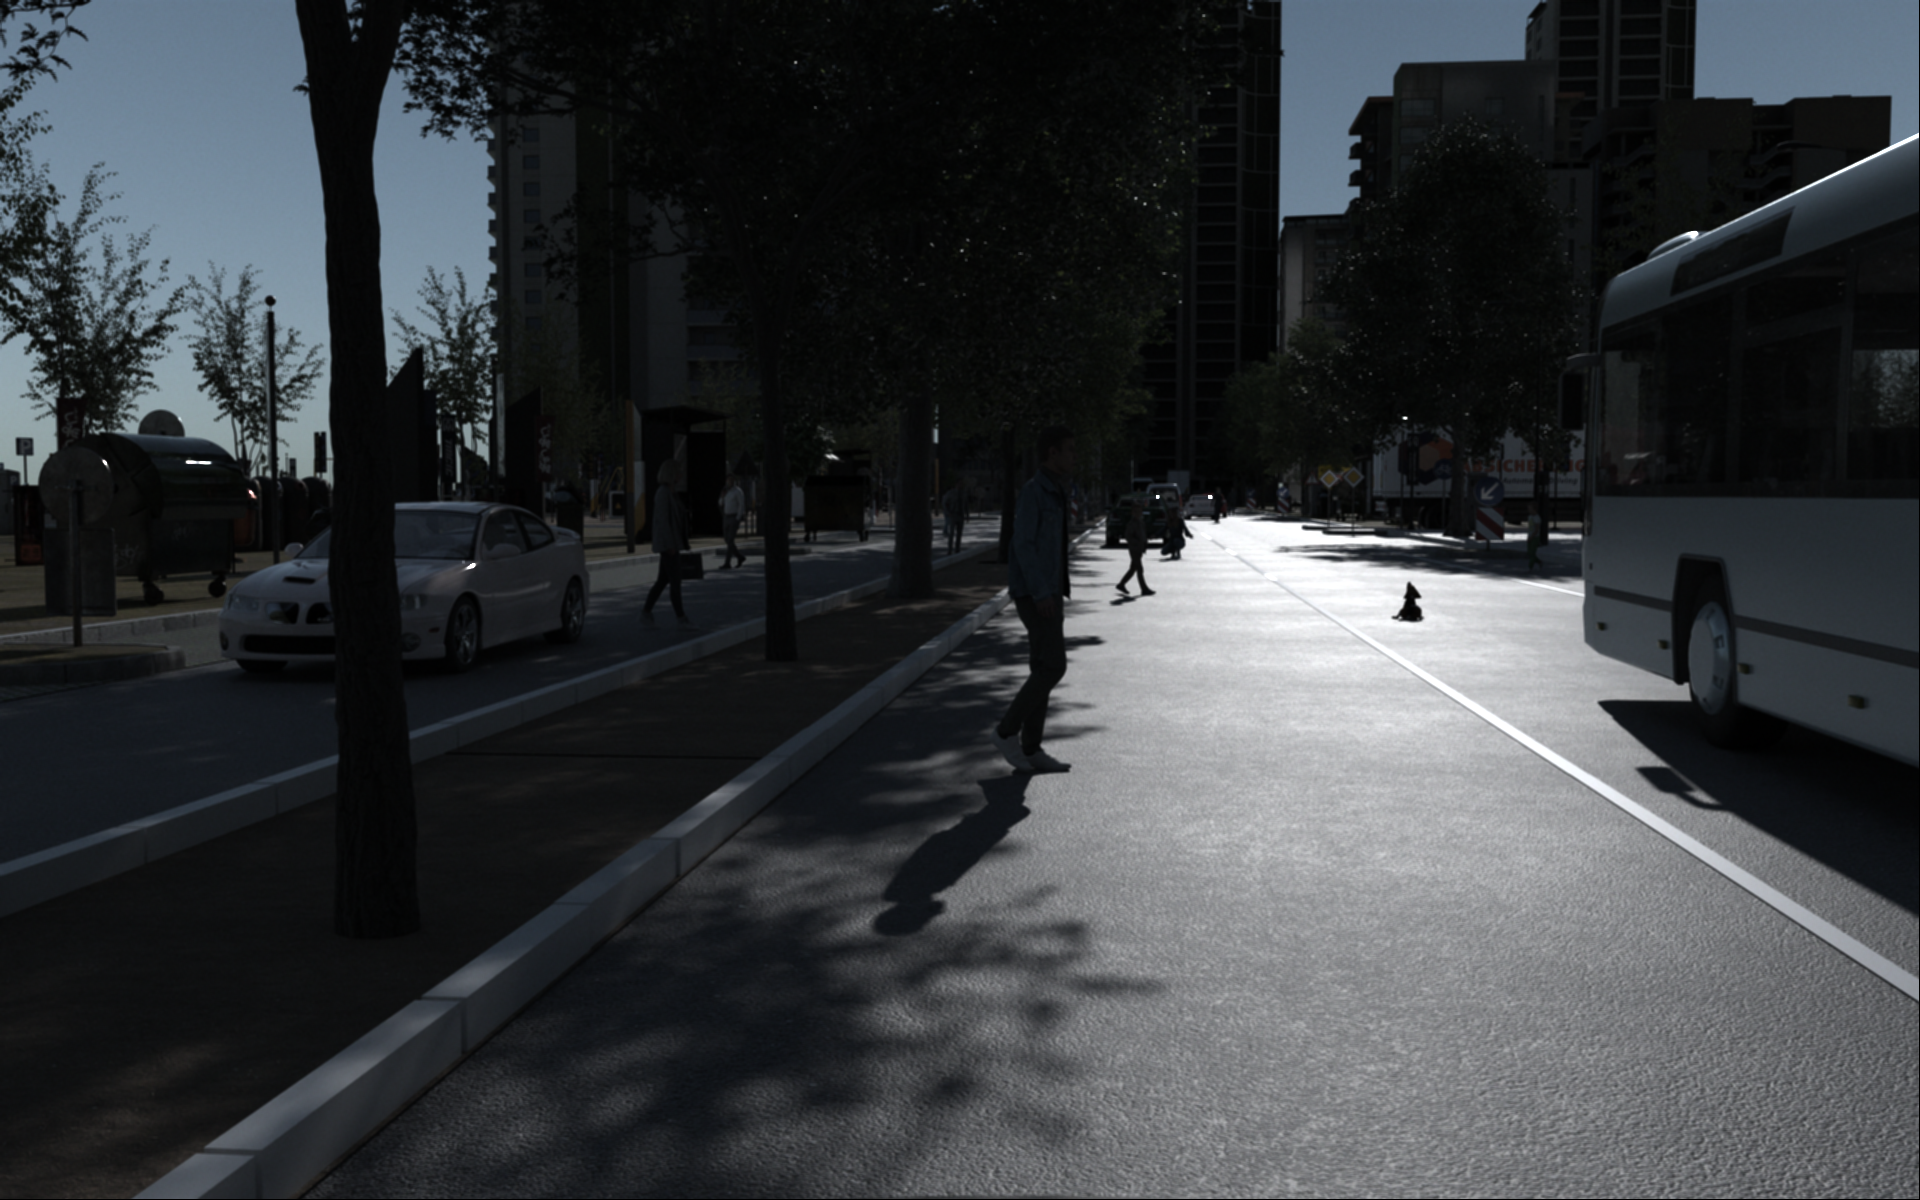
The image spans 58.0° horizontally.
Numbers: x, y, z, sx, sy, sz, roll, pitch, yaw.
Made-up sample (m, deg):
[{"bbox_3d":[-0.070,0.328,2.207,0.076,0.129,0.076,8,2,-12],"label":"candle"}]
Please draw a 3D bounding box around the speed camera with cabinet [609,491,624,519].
[{"bbox_3d":[-17.337,-5.890,90.642,2.038,3.252,0.660,-1,4,-13],"label":"speed camera with cabinet"}]

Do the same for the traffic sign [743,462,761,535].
[{"bbox_3d":[-6.538,-3.200,54.454,0.606,2.300,0.079,1,4,10],"label":"traffic sign"}]

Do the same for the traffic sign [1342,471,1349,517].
[{"bbox_3d":[21.642,-5.895,96.483,0.768,2.556,0.104,1,4,16],"label":"traffic sign"}]

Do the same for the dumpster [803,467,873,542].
[{"bbox_3d":[-3.666,-2.872,51.912,1.985,2.255,1.502,0,4,7],"label":"dumpster"}]

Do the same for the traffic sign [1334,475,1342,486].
[{"bbox_3d":[25.141,-7.059,115.526,0.768,2.556,0.104,0,4,7],"label":"traffic sign"}]

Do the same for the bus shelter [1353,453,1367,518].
[{"bbox_3d":[22.084,-6.969,91.569,2.179,5.291,8.768,0,4,6],"label":"bus shelter"}]

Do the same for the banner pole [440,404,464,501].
[{"bbox_3d":[-13.971,-3.538,47.863,0.401,3.779,0.863,3,5,44],"label":"banner pole"}]

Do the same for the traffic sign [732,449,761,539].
[{"bbox_3d":[-6.126,-3.033,49.596,0.884,2.594,0.081,1,4,13],"label":"traffic sign"}]

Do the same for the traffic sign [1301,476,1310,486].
[{"bbox_3d":[23.802,-7.266,118.904,0.768,2.556,0.104,1,4,8],"label":"traffic sign"}]

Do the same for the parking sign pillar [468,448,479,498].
[{"bbox_3d":[-27.394,-6.692,97.891,1.447,3.967,1.447,1,4,10],"label":"parking sign pillar"}]

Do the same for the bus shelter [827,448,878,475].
[{"bbox_3d":[-5.622,-6.122,91.374,1.731,3.624,6.357,0,4,6],"label":"bus shelter"}]

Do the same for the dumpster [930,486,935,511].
[{"bbox_3d":[-2.224,-5.643,94.751,1.502,2.255,1.985,0,4,6],"label":"dumpster"}]

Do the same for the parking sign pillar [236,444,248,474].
[{"bbox_3d":[-38.383,-6.375,92.704,1.447,3.967,1.447,-2,4,-27],"label":"parking sign pillar"}]

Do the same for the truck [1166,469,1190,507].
[{"bbox_3d":[24.868,-12.747,197.328,2.839,4.237,11.283,0,4,7],"label":"truck"}]

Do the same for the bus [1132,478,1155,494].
[{"bbox_3d":[21.992,-13.000,207.403,2.948,3.499,13.247,0,4,7],"label":"bus"}]

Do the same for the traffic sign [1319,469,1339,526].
[{"bbox_3d":[14.839,-4.039,69.675,0.795,2.450,0.064,0,4,6],"label":"traffic sign"}]

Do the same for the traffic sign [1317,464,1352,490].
[{"bbox_3d":[25.071,-7.464,115.904,2.265,3.308,0.079,1,4,9],"label":"traffic sign"}]

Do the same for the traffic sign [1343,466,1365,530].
[{"bbox_3d":[14.015,-3.553,61.732,0.795,2.450,0.064,0,4,6],"label":"traffic sign"}]

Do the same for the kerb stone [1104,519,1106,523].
[{"bbox_3d":[6.624,-3.590,80.926,0.120,0.150,1.000,0,4,6],"label":"kerb stone"}]

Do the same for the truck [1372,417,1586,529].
[{"bbox_3d":[21.250,-4.627,64.568,11.283,4.237,2.839,0,4,5],"label":"truck"}]

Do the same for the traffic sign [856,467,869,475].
[{"bbox_3d":[-4.591,-5.033,82.396,0.768,2.556,0.104,1,4,13],"label":"traffic sign"}]

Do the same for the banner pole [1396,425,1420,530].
[{"bbox_3d":[16.148,-4.426,62.375,0.863,3.779,0.401,0,4,-6],"label":"banner pole"}]

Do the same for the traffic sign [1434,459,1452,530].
[{"bbox_3d":[17.367,-3.795,62.147,0.768,2.556,0.104,0,4,7],"label":"traffic sign"}]

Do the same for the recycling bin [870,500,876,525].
[{"bbox_3d":[-3.888,-3.615,71.663,0.722,1.027,0.722,0,4,6],"label":"recycling bin"}]

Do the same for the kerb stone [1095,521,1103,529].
[{"bbox_3d":[6.094,-3.281,75.837,0.120,0.150,1.000,0,4,6],"label":"kerb stone"}]

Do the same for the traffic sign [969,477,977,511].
[{"bbox_3d":[0.914,-7.907,129.386,0.768,2.556,0.104,0,4,7],"label":"traffic sign"}]

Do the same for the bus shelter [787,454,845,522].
[{"bbox_3d":[-6.881,-5.357,81.515,2.014,3.302,5.546,0,4,6],"label":"bus shelter"}]

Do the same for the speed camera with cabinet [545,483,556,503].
[{"bbox_3d":[-32.694,-8.736,137.170,2.038,3.252,0.660,2,4,32],"label":"speed camera with cabinet"}]

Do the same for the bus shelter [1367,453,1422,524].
[{"bbox_3d":[20.011,-6.101,77.379,2.179,5.291,8.768,0,4,6],"label":"bus shelter"}]

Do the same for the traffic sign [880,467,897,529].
[{"bbox_3d":[-2.539,-3.659,63.464,0.795,2.450,0.064,0,4,6],"label":"traffic sign"}]

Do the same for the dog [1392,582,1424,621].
[{"bbox_3d":[5.113,0.015,19.947,0.748,0.427,0.550,-3,4,-37],"label":"dog"}]

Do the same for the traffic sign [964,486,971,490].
[{"bbox_3d":[0.358,-7.691,125.754,0.884,2.594,0.081,1,4,15],"label":"traffic sign"}]

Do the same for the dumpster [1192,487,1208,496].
[{"bbox_3d":[29.566,-12.746,213.342,1.985,2.255,1.502,0,4,6],"label":"dumpster"}]

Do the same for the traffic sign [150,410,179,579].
[{"bbox_3d":[-12.085,-1.596,26.206,0.768,2.556,0.104,1,4,9],"label":"traffic sign"}]

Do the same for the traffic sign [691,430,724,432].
[{"bbox_3d":[-8.595,-3.751,55.204,2.265,3.308,0.079,1,4,10],"label":"traffic sign"}]

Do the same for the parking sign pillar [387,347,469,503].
[{"bbox_3d":[-10.331,-2.691,32.471,1.447,3.967,1.447,3,5,40],"label":"parking sign pillar"}]

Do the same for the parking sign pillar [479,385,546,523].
[{"bbox_3d":[-11.012,-3.339,43.066,1.447,3.967,1.447,0,4,-4],"label":"parking sign pillar"}]

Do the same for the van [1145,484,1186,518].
[{"bbox_3d":[8.332,-3.945,71.505,2.013,2.044,4.112,0,4,5],"label":"van"}]

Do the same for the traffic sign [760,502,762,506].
[{"bbox_3d":[-8.306,-4.408,72.180,0.768,2.556,0.104,1,4,12],"label":"traffic sign"}]

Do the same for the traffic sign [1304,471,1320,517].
[{"bbox_3d":[19.379,-5.833,95.370,0.884,2.594,0.081,1,4,12],"label":"traffic sign"}]

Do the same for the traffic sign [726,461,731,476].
[{"bbox_3d":[-8.769,-3.873,63.437,0.768,2.556,0.104,1,4,11],"label":"traffic sign"}]

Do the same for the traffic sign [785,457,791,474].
[{"bbox_3d":[-5.729,-3.338,54.675,0.768,2.556,0.104,0,4,8],"label":"traffic sign"}]

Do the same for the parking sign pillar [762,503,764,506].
[{"bbox_3d":[-9.294,-5.972,86.121,1.447,3.967,1.447,-1,4,-9],"label":"parking sign pillar"}]

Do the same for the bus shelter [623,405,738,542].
[{"bbox_3d":[-7.798,-3.525,48.910,1.731,3.624,6.357,0,4,6],"label":"bus shelter"}]

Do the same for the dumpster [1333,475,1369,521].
[{"bbox_3d":[18.741,-4.929,83.085,1.502,2.255,1.985,0,4,6],"label":"dumpster"}]

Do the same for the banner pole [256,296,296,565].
[{"bbox_3d":[-8.806,-1.966,22.154,0.401,3.779,0.863,-2,4,-28],"label":"banner pole"}]

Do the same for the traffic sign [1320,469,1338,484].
[{"bbox_3d":[19.169,-5.507,90.042,0.884,2.594,0.081,1,4,14],"label":"traffic sign"}]

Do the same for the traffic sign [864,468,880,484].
[{"bbox_3d":[-3.887,-4.544,75.487,0.795,2.450,0.064,1,4,12],"label":"traffic sign"}]

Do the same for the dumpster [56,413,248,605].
[{"bbox_3d":[-9.699,-1.113,20.688,1.502,2.255,1.985,0,4,6],"label":"dumpster"}]

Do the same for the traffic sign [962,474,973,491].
[{"bbox_3d":[0.421,-6.844,111.906,0.884,2.594,0.081,0,4,7],"label":"traffic sign"}]

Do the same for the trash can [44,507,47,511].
[{"bbox_3d":[-60.846,-6.356,115.580,0.748,1.137,0.748,0,3,0],"label":"trash can"}]

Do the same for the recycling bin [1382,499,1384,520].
[{"bbox_3d":[21.071,-4.395,84.406,0.722,1.027,0.722,-2,4,-27],"label":"recycling bin"}]

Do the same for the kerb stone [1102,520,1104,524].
[{"bbox_3d":[6.300,-3.405,77.874,0.120,0.150,1.000,0,4,6],"label":"kerb stone"}]

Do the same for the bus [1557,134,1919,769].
[{"bbox_3d":[5.146,-0.731,6.811,2.948,3.499,13.247,0,4,6],"label":"bus"}]

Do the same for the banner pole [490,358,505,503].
[{"bbox_3d":[-8.469,-2.556,31.812,0.401,3.779,0.863,-2,4,-30],"label":"banner pole"}]
